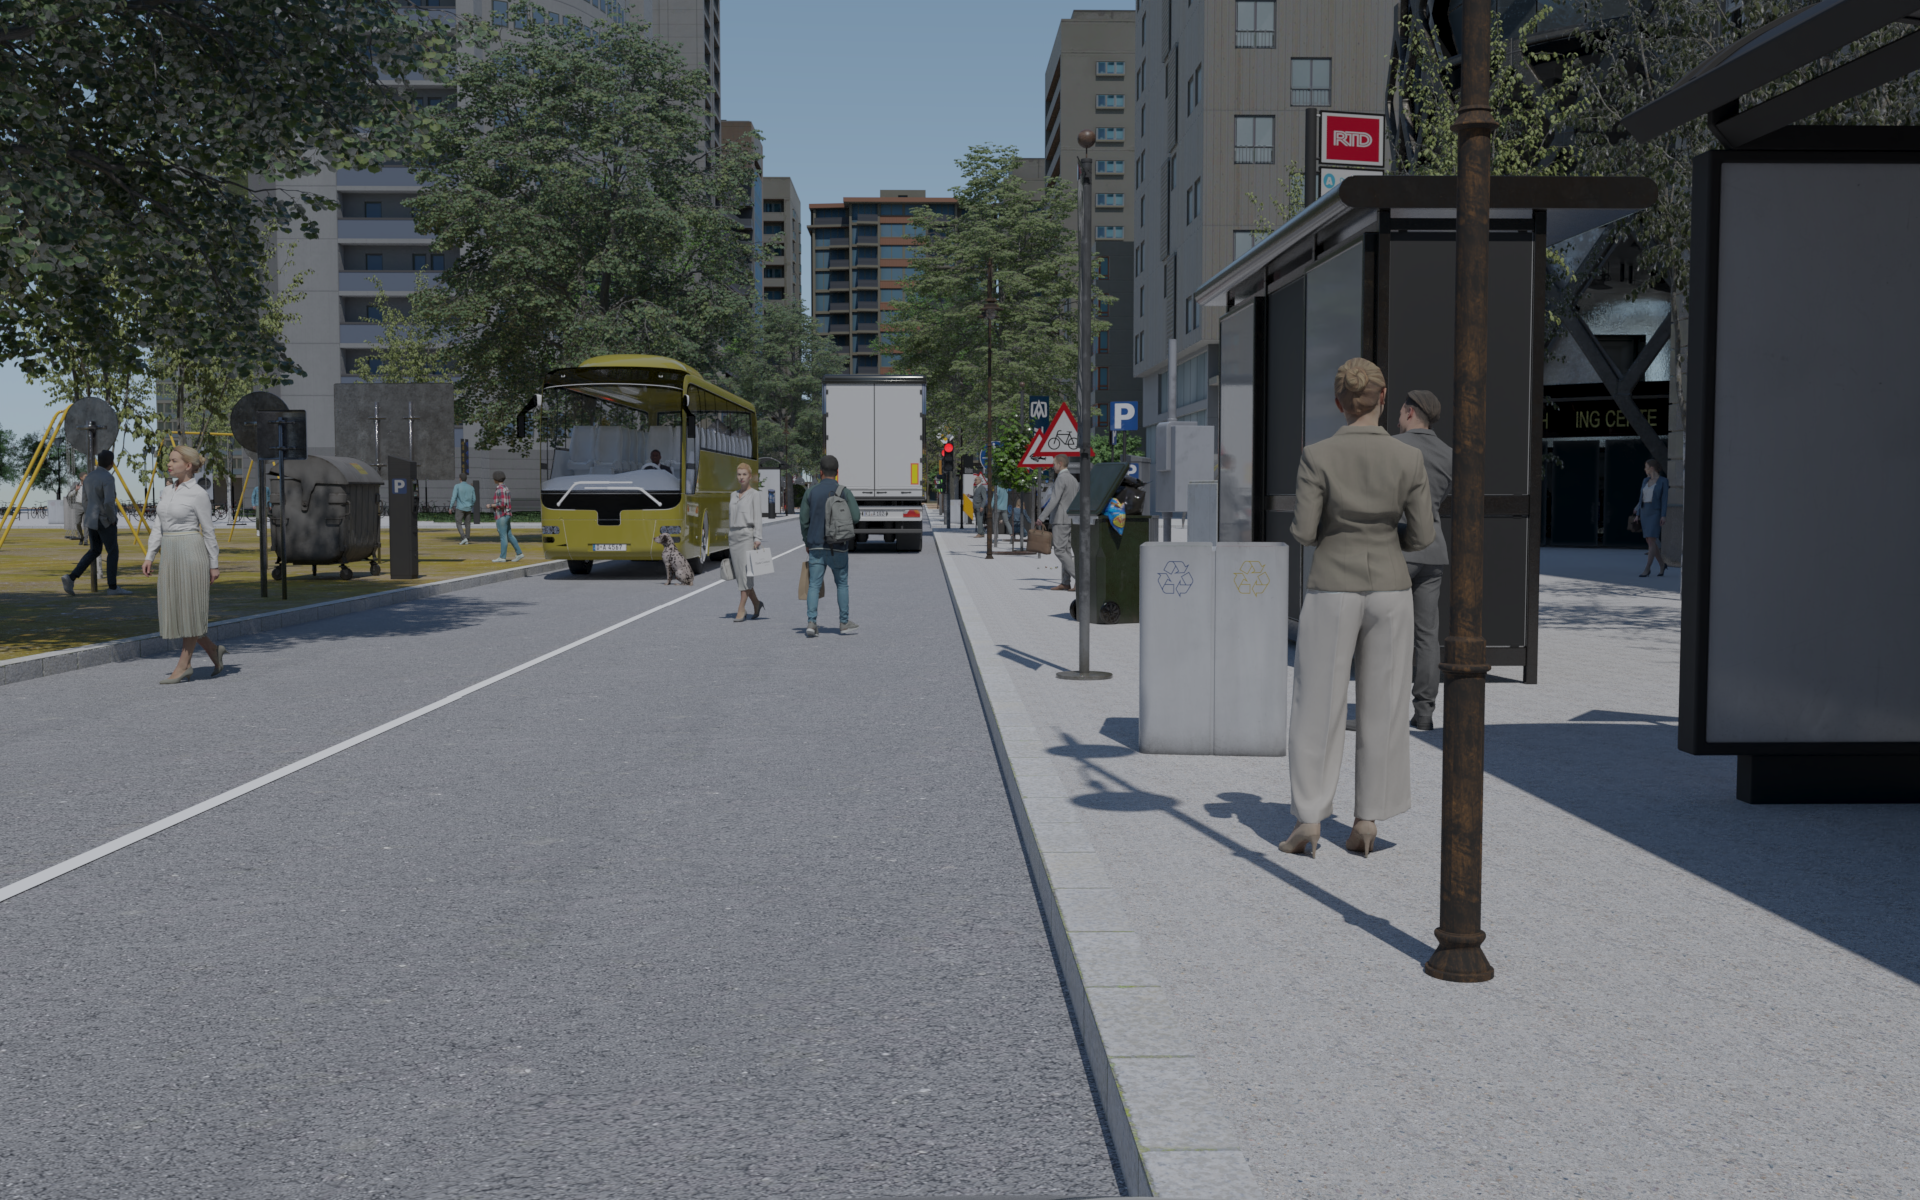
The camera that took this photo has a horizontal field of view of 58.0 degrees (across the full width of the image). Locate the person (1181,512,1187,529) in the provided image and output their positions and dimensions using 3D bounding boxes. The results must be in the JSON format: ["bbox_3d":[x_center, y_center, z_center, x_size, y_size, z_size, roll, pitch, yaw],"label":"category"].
[{"bbox_3d":[8.450,-3.528,63.905,0.537,1.800,0.526,1,4,17],"label":"person"}]

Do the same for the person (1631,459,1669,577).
[{"bbox_3d":[10.767,-1.269,26.819,0.654,1.822,0.581,-1,4,-14],"label":"person"}]

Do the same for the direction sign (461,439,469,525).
[{"bbox_3d":[-20.315,-4.839,71.118,0.379,3.537,0.876,0,4,3],"label":"direction sign"}]

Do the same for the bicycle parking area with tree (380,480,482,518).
[{"bbox_3d":[-31.197,-6.633,95.446,9.016,4.147,8.231,2,4,34],"label":"bicycle parking area with tree"}]

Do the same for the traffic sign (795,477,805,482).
[{"bbox_3d":[-12.164,-8.048,131.695,0.768,2.556,0.104,0,4,4],"label":"traffic sign"}]

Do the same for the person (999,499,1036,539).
[{"bbox_3d":[1.573,-2.277,48.771,1.012,1.151,0.738,1,4,12],"label":"person"}]

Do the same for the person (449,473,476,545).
[{"bbox_3d":[-12.633,-2.326,44.091,0.620,1.820,0.660,3,5,44],"label":"person"}]

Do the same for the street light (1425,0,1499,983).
[{"bbox_3d":[1.335,-1.937,4.452,0.468,5.910,1.993,0,4,-1],"label":"street light"}]

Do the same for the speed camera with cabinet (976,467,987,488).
[{"bbox_3d":[2.000,-6.591,102.104,2.038,3.252,0.660,-1,4,-20],"label":"speed camera with cabinet"}]

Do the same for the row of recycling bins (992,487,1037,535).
[{"bbox_3d":[2.074,-2.885,54.275,1.069,1.692,3.534,-2,4,-33],"label":"row of recycling bins"}]

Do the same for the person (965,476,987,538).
[{"bbox_3d":[0.486,-2.734,50.921,0.590,1.801,0.661,-2,4,-28],"label":"person"}]

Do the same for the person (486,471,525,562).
[{"bbox_3d":[-8.584,-1.577,32.668,0.643,1.720,0.563,0,4,-3],"label":"person"}]

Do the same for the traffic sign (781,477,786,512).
[{"bbox_3d":[-12.612,-7.555,123.624,0.768,2.556,0.104,0,4,4],"label":"traffic sign"}]

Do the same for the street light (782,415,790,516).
[{"bbox_3d":[-10.178,-7.881,101.635,0.468,5.910,1.993,0,4,-1],"label":"street light"}]

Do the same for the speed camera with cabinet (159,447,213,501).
[{"bbox_3d":[-32.476,-4.791,72.673,2.038,3.252,0.660,-2,4,-26],"label":"speed camera with cabinet"}]

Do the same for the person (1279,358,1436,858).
[{"bbox_3d":[1.409,0.026,6.171,0.519,1.759,0.362,0,4,3],"label":"person"}]

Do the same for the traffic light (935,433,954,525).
[{"bbox_3d":[-0.622,-5.079,71.956,0.839,4.253,0.868,0,4,-1],"label":"traffic light"}]

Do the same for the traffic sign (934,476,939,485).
[{"bbox_3d":[-1.325,-7.034,115.112,0.768,2.556,0.104,0,4,6],"label":"traffic sign"}]

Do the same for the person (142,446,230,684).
[{"bbox_3d":[-5.895,-0.278,13.272,0.478,1.798,0.641,2,4,33],"label":"person"}]

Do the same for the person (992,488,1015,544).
[{"bbox_3d":[1.052,-2.358,44.459,0.638,1.841,0.748,-3,5,-39],"label":"person"}]

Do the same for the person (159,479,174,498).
[{"bbox_3d":[-27.215,-3.260,59.539,0.583,1.804,0.606,-2,4,-28],"label":"person"}]

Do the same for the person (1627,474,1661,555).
[{"bbox_3d":[14.563,-1.854,36.473,0.709,1.813,0.853,-3,4,-38],"label":"person"}]

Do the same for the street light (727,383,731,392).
[{"bbox_3d":[-9.580,-6.085,72.276,0.468,5.910,1.993,0,4,-1],"label":"street light"}]

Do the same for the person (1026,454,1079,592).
[{"bbox_3d":[1.343,-1.026,22.944,0.853,1.813,0.709,2,4,23],"label":"person"}]

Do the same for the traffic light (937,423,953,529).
[{"bbox_3d":[-0.441,-4.590,63.973,0.839,4.253,0.868,0,4,-1],"label":"traffic light"}]

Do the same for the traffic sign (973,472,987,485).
[{"bbox_3d":[1.194,-6.090,99.577,0.884,2.594,0.081,0,4,6],"label":"traffic sign"}]

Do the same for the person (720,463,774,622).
[{"bbox_3d":[-2.387,-0.657,19.594,0.624,1.780,0.694,-3,5,-41],"label":"person"}]

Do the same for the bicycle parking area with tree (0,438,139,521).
[{"bbox_3d":[-47.197,-6.073,86.288,9.016,4.147,8.231,3,5,40],"label":"bicycle parking area with tree"}]

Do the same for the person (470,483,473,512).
[{"bbox_3d":[-24.415,-4.967,87.159,0.836,1.842,0.656,-3,5,-45],"label":"person"}]

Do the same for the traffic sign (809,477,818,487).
[{"bbox_3d":[-10.873,-7.936,129.758,0.884,2.594,0.081,0,4,8],"label":"traffic sign"}]

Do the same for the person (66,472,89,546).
[{"bbox_3d":[-21.913,-2.267,43.211,0.679,1.850,0.850,-2,4,-24],"label":"person"}]

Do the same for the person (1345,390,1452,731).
[{"bbox_3d":[2.385,-0.222,9.472,0.655,1.846,0.447,-1,4,-23],"label":"person"}]

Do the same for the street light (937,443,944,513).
[{"bbox_3d":[-1.143,-8.826,117.100,0.468,5.910,1.993,0,4,-1],"label":"street light"}]

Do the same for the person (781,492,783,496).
[{"bbox_3d":[-17.785,-10.101,171.269,1.350,1.814,0.705,2,4,30],"label":"person"}]

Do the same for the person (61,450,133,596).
[{"bbox_3d":[-10.904,-0.977,21.866,0.661,1.843,0.795,3,4,36],"label":"person"}]

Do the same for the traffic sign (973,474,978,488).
[{"bbox_3d":[0.911,-6.559,107.349,0.768,2.556,0.104,1,4,8],"label":"traffic sign"}]

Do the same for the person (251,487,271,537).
[{"bbox_3d":[-21.048,-2.802,52.202,0.601,1.785,0.444,-2,4,-33],"label":"person"}]

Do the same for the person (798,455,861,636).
[{"bbox_3d":[-1.366,-0.549,17.460,0.794,1.824,0.713,2,4,25],"label":"person"}]

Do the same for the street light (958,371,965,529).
[{"bbox_3d":[0.064,-5.555,63.620,0.468,5.910,1.993,0,4,-1],"label":"street light"}]

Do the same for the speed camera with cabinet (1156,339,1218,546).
[{"bbox_3d":[3.078,-1.668,21.613,0.660,3.252,2.038,-1,4,-15],"label":"speed camera with cabinet"}]

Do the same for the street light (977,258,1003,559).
[{"bbox_3d":[0.582,-3.746,34.039,0.468,5.910,1.993,0,4,-1],"label":"street light"}]

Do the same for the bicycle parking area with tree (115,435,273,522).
[{"bbox_3d":[-35.191,-5.847,82.608,9.016,4.147,8.231,0,4,4],"label":"bicycle parking area with tree"}]
